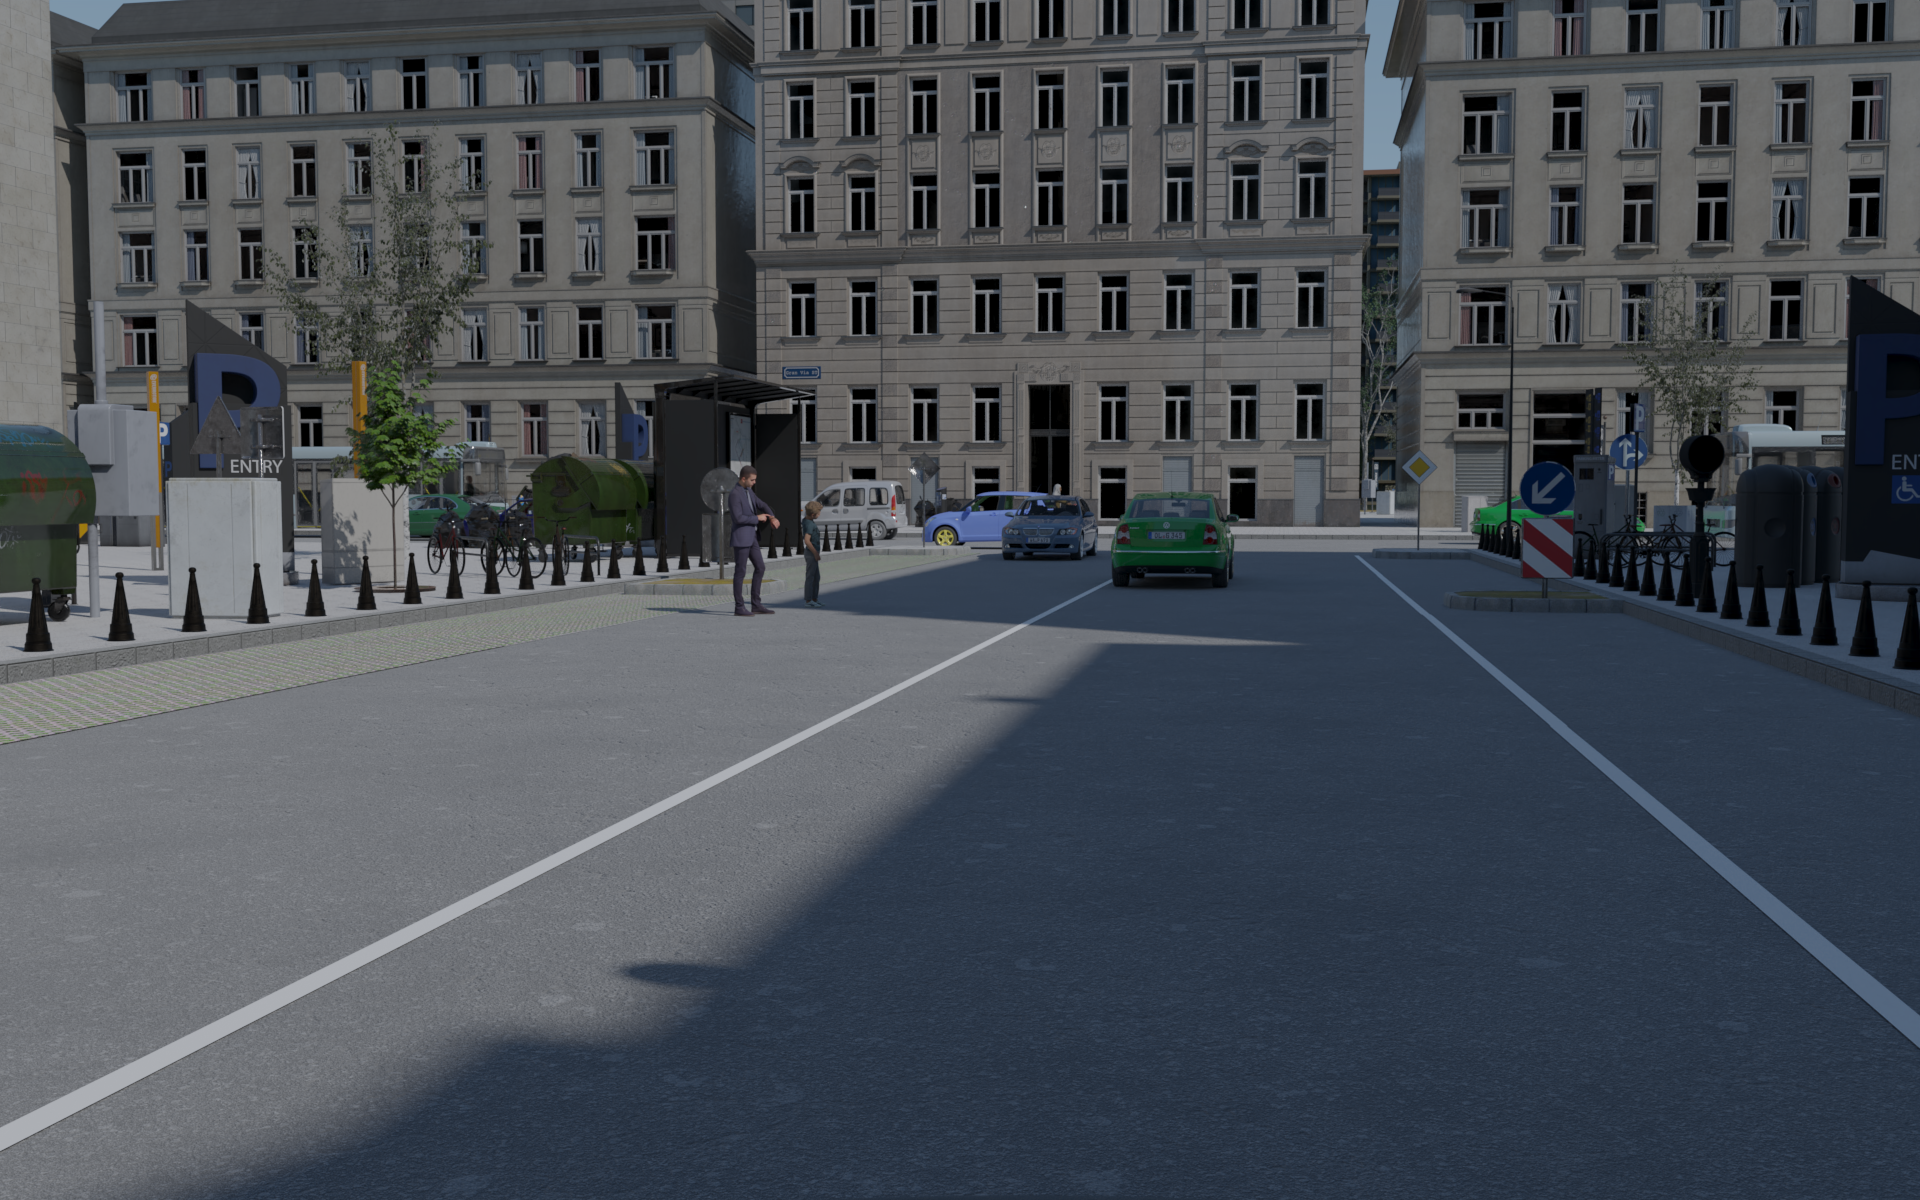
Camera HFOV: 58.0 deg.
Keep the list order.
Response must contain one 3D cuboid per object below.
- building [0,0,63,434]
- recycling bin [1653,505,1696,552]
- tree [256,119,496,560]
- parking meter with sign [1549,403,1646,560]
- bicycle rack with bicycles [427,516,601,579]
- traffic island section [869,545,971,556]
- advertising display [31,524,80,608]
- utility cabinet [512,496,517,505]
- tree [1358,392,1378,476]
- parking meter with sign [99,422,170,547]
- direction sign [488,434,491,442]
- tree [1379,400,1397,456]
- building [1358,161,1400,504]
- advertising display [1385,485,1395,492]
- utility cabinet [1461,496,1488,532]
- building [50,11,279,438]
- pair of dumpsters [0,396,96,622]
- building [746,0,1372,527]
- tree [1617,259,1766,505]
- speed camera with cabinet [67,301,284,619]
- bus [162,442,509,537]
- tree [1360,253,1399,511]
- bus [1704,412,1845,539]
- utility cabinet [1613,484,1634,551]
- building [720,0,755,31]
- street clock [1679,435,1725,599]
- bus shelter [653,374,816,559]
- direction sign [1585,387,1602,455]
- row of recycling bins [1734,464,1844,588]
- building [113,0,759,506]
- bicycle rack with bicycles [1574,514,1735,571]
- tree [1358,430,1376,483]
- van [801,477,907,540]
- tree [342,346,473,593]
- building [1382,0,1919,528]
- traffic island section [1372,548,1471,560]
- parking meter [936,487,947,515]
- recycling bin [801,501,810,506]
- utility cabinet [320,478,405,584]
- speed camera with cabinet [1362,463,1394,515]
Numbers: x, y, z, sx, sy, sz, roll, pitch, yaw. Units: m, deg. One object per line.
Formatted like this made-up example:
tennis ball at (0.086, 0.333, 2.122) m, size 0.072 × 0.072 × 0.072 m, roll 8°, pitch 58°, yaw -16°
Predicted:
building at (-26.139, -10.635, 28.642) m, size 16.860 × 20.320 × 10.420 m, roll 1°, pitch 4°, yaw 11°
recycling bin at (15.886, -1.588, 38.525) m, size 0.722 × 1.027 × 0.722 m, roll 3°, pitch 4°, yaw 38°
tree at (-11.051, -5.094, 33.655) m, size 4.360 × 8.622 × 3.978 m, roll 0°, pitch 3°, yaw 0°
parking meter with sign at (12.482, -2.314, 34.090) m, size 1.738 × 3.016 × 0.543 m, roll 3°, pitch 5°, yaw 43°
bicycle rack with bicycles at (-6.924, -0.851, 27.304) m, size 2.852 × 0.926 × 2.925 m, roll -2°, pitch 4°, yaw -31°
traffic island section at (-0.886, -1.180, 41.579) m, size 2.009 × 0.180 × 2.903 m, roll 1°, pitch 4°, yaw 11°
advertising display at (-10.287, -0.881, 19.626) m, size 0.123 × 1.923 × 0.974 m, roll 0°, pitch 4°, yaw 0°
utility cabinet at (-18.037, -3.698, 71.627) m, size 1.020 × 1.237 × 0.306 m, roll 2°, pitch 4°, yaw 26°
tree at (36.664, -15.316, 168.549) m, size 7.486 × 12.596 × 7.792 m, roll 0°, pitch 3°, yaw 0°
parking meter with sign at (-20.128, -2.805, 42.126) m, size 1.738 × 3.016 × 0.543 m, roll 1°, pitch 4°, yaw 13°
direction sign at (-17.786, -4.499, 65.554) m, size 0.379 × 3.537 × 0.876 m, roll -1°, pitch 4°, yaw -12°
tree at (27.352, -9.381, 103.743) m, size 4.360 × 8.622 × 3.978 m, roll 0°, pitch 3°, yaw 0°
building at (60.447, -35.201, 230.156) m, size 28.867 × 44.769 × 22.147 m, roll 1°, pitch 4°, yaw 11°
advertising display at (30.186, -7.084, 121.042) m, size 0.974 × 1.923 × 0.123 m, roll 1°, pitch 4°, yaw 14°
utility cabinet at (17.338, -2.885, 58.335) m, size 1.020 × 1.237 × 0.306 m, roll -2°, pitch 4°, yaw -35°
building at (-52.583, -15.487, 86.499) m, size 30.059 × 22.955 × 16.112 m, roll 1°, pitch 4°, yaw 11°
pair of dumpsters at (-9.809, -0.790, 15.416) m, size 1.574 × 2.255 × 4.437 m, roll 1°, pitch 4°, yaw 11°
building at (4.564, -16.912, 73.780) m, size 25.104 × 27.353 × 12.463 m, roll 1°, pitch 4°, yaw 11°
tree at (23.132, -6.407, 55.123) m, size 4.360 × 8.622 × 3.978 m, roll 0°, pitch 3°, yaw 0°
speed camera with cabinet at (-8.148, -1.447, 17.997) m, size 2.038 × 3.252 × 0.660 m, roll 0°, pitch 4°, yaw 7°
bus at (-20.839, -3.826, 57.419) m, size 13.247 × 3.499 × 2.948 m, roll 1°, pitch 4°, yaw 10°
tree at (32.968, -17.017, 134.111) m, size 12.611 × 20.169 × 13.585 m, roll 0°, pitch 3°, yaw 0°
bus at (24.624, -2.917, 42.548) m, size 13.247 × 3.499 × 2.948 m, roll 1°, pitch 4°, yaw 10°
utility cabinet at (14.339, -1.817, 38.385) m, size 1.173 × 1.500 × 0.318 m, roll 0°, pitch 4°, yaw -4°
building at (-6.537, -42.952, 140.519) m, size 20.563 × 71.187 × 20.611 m, roll 1°, pitch 4°, yaw 11°
street clock at (9.105, -1.024, 21.305) m, size 0.471 × 2.002 × 0.358 m, roll 0°, pitch 4°, yaw -5°
bus shelter at (-4.720, -2.808, 37.190) m, size 1.731 × 3.624 × 6.357 m, roll 1°, pitch 4°, yaw 11°
direction sign at (13.572, -2.764, 37.184) m, size 0.379 × 3.537 × 0.876 m, roll 0°, pitch 3°, yaw 0°
row of recycling bins at (12.072, -1.091, 24.948) m, size 1.069 × 1.692 × 3.534 m, roll 3°, pitch 5°, yaw 44°
building at (-23.061, -15.142, 80.848) m, size 30.059 × 22.955 × 16.112 m, roll 1°, pitch 4°, yaw 11°
bicycle rack with bicycles at (12.004, -1.026, 30.164) m, size 2.925 × 0.926 × 2.852 m, roll 2°, pitch 4°, yaw 26°
tree at (40.841, -16.635, 188.993) m, size 9.611 × 12.733 × 9.660 m, roll 0°, pitch 3°, yaw 0°
van at (-3.759, -2.915, 54.671) m, size 4.112 × 2.044 × 2.013 m, roll 1°, pitch 4°, yaw 12°
tree at (-7.453, -1.718, 22.692) m, size 1.663 × 3.219 × 1.824 m, roll 0°, pitch 3°, yaw 0°
building at (32.814, -14.477, 69.989) m, size 30.059 × 22.955 × 16.112 m, roll 1°, pitch 4°, yaw 11°
traffic island section at (10.458, -1.051, 39.462) m, size 2.009 × 0.180 × 2.903 m, roll 1°, pitch 4°, yaw 11°
parking meter at (-0.645, -3.173, 60.290) m, size 0.372 × 1.533 × 0.369 m, roll 0°, pitch 3°, yaw 0°
recycling bin at (-11.318, -7.094, 128.536) m, size 0.722 × 1.027 × 0.722 m, roll -1°, pitch 4°, yaw -14°
utility cabinet at (-8.557, -0.986, 24.803) m, size 0.318 × 1.500 × 1.173 m, roll 2°, pitch 4°, yaw 35°
speed camera with cabinet at (26.141, -6.965, 108.206) m, size 2.038 × 3.252 × 0.660 m, roll 3°, pitch 5°, yaw 44°
